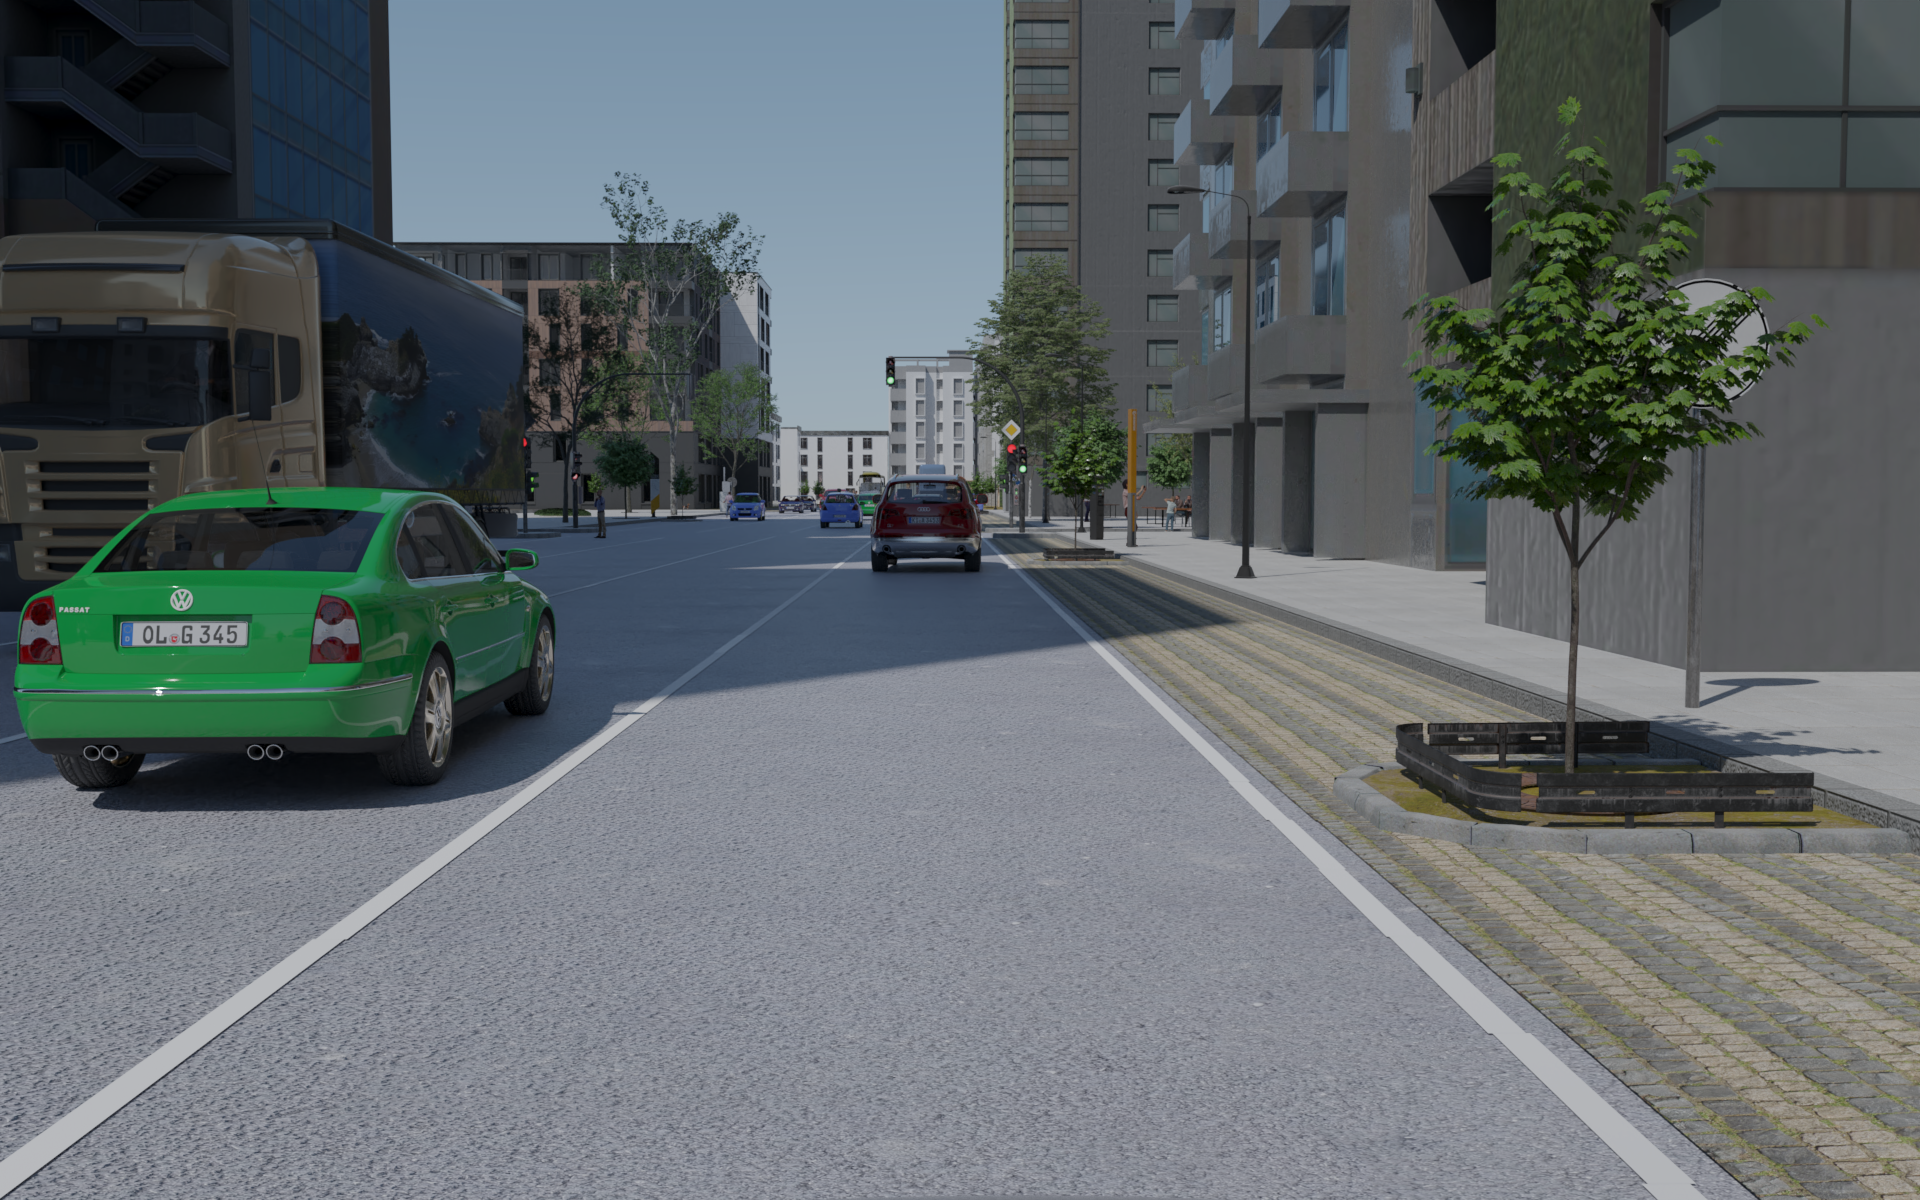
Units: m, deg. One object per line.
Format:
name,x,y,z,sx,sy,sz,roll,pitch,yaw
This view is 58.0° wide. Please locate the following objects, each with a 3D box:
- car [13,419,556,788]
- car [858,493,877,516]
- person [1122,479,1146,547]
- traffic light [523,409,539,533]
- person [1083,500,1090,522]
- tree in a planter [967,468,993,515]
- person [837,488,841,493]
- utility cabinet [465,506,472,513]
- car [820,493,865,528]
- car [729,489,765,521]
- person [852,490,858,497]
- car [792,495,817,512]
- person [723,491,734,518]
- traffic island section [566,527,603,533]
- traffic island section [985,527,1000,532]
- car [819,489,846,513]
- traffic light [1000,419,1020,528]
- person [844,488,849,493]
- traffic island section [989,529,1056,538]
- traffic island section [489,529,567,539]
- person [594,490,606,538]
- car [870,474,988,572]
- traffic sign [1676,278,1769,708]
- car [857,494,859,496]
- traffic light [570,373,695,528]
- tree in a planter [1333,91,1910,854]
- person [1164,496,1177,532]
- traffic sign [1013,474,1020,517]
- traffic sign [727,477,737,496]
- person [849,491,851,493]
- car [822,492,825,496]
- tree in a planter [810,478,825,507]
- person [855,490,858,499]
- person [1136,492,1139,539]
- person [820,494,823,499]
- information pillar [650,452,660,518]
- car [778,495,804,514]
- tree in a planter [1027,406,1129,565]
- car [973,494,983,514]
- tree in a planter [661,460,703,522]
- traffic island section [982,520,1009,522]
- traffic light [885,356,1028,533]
car,-3.507,-0.064,9.838,1.959,1.807,4.718,0,4,-2
car,-4.913,-5.326,95.880,1.959,1.807,4.718,0,3,0
person,4.264,-2.138,42.459,0.517,1.644,0.566,-2,4,-31
traffic light,-14.328,-4.167,57.057,0.839,4.253,0.868,0,4,-1
person,5.843,-4.357,79.500,0.590,1.554,0.614,-3,5,-42
tree in a planter,1.224,-7.324,116.967,1.991,3.239,1.994,0,4,-1
person,-6.310,-5.009,91.118,0.376,1.734,0.841,3,5,43
utility cabinet,-15.911,-2.701,55.328,0.306,1.237,1.020,0,4,8
car,-5.030,-3.928,73.818,1.945,1.707,3.694,0,4,-1
car,-11.385,-5.092,92.838,1.945,1.707,3.694,0,4,-2
person,-7.868,-7.228,127.393,0.841,1.734,0.376,-1,4,-12
car,-12.453,-7.719,138.781,1.945,1.354,3.894,0,4,0
person,-13.834,-5.727,104.092,0.963,1.587,0.435,0,4,4
traffic island section,-14.481,-2.624,65.176,2.009,0.180,2.903,0,4,-1
traffic island section,1.958,-2.637,65.402,2.009,0.180,2.903,0,4,-1
car,-8.716,-6.928,121.945,2.281,1.827,5.304,0,4,1
traffic light,1.918,-4.671,65.288,0.839,4.253,0.868,0,4,-1
person,-7.517,-6.585,116.036,0.709,1.838,0.599,2,4,26
traffic island section,2.071,-2.149,57.418,2.009,0.180,2.903,0,4,-1
traffic island section,-14.369,-2.135,57.191,2.009,0.180,2.903,0,4,-1
person,-11.682,-2.792,56.209,0.319,1.574,0.516,-2,4,-32
car,-0.599,-1.520,33.530,2.281,1.827,5.304,0,4,1
traffic sign,4.400,-0.625,10.331,0.768,2.556,0.104,0,4,1
car,-8.974,-8.444,147.848,2.009,1.686,4.222,0,4,0
traffic light,-12.351,-5.531,65.106,4.771,5.953,1.251,0,4,-1
tree in a planter,2.764,-0.643,7.742,1.991,3.239,1.994,0,4,-1
person,7.696,-3.130,63.587,0.435,1.345,0.340,-1,4,-23
traffic sign,3.204,-5.873,96.132,0.768,2.556,0.104,0,4,3
traffic sign,-17.069,-7.921,129.620,0.768,2.556,0.104,0,4,6
person,-12.530,-11.506,197.067,0.568,1.767,0.683,-3,5,-42
car,-13.619,-10.700,183.613,2.281,1.827,5.304,0,4,-2
tree in a planter,-15.981,-12.041,194.098,1.991,3.239,1.994,0,4,-1
person,-8.046,-7.624,134.066,0.530,1.710,0.541,0,4,2
person,4.924,-2.418,49.482,0.435,1.345,0.340,3,5,42
person,-16.382,-12.139,207.501,0.750,1.759,0.617,-2,4,-35
information pillar,-16.695,-6.322,94.718,0.504,3.616,0.183,-1,4,-17
car,-12.502,-7.085,128.427,1.945,1.354,3.894,0,4,-3
tree in a planter,2.375,-2.337,35.432,1.991,3.239,1.994,0,4,-1
car,0.856,-7.144,126.401,1.945,1.707,3.694,0,4,0
tree in a planter,-14.510,-5.702,90.453,1.991,3.239,1.994,0,4,-1
traffic island section,1.606,-4.112,90.093,1.991,0.108,1.994,0,4,-1
traffic light,-0.059,-5.044,57.132,4.771,5.953,1.251,0,4,-1
